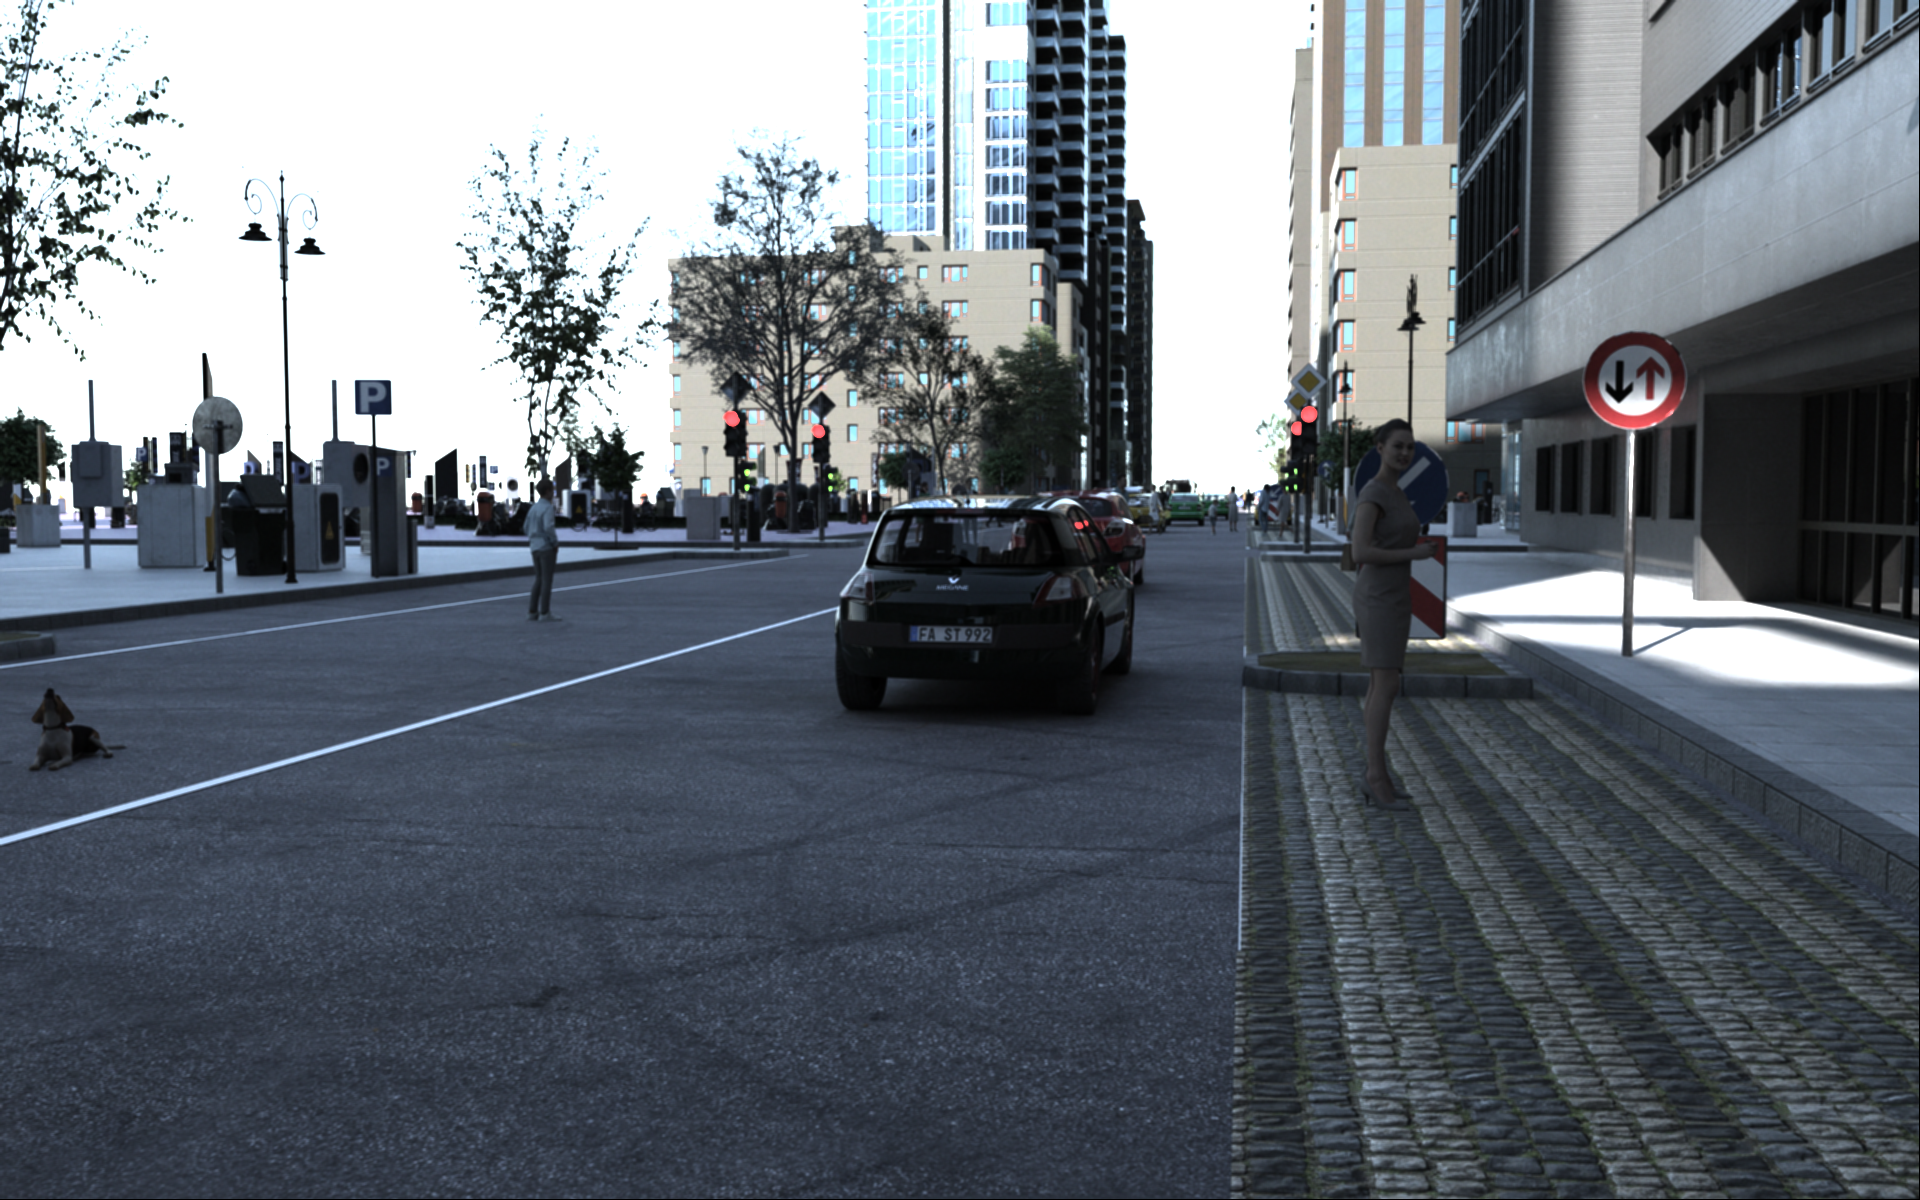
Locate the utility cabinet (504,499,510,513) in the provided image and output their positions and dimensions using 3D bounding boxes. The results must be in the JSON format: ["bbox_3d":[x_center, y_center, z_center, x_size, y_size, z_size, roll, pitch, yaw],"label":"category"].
[{"bbox_3d":[-29.500,-6.368,112.798,0.318,1.500,1.173,-1,4,-18],"label":"utility cabinet"}]

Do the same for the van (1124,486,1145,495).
[{"bbox_3d":[9.140,-5.278,93.302,2.013,2.044,4.112,1,4,11],"label":"van"}]

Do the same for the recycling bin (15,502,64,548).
[{"bbox_3d":[-22.331,-1.798,41.955,0.722,1.027,0.722,2,4,32],"label":"recycling bin"}]

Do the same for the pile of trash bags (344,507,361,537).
[{"bbox_3d":[-19.441,-2.614,52.487,3.447,1.369,1.912,3,5,43],"label":"pile of trash bags"}]

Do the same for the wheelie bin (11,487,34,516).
[{"bbox_3d":[-43.192,-4.394,79.757,0.693,1.594,0.980,2,4,30],"label":"wheelie bin"}]

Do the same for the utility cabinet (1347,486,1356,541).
[{"bbox_3d":[10.698,-2.329,46.751,0.318,1.500,1.173,1,4,21],"label":"utility cabinet"}]

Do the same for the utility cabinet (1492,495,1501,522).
[{"bbox_3d":[25.031,-4.247,80.599,1.020,1.237,0.306,-3,5,-40],"label":"utility cabinet"}]

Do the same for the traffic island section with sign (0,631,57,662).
[{"bbox_3d":[-9.147,-0.398,15.127,1.989,1.847,2.006,1,4,9],"label":"traffic island section with sign"}]

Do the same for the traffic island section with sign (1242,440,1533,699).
[{"bbox_3d":[3.151,-0.273,13.088,1.989,1.847,2.006,1,4,9],"label":"traffic island section with sign"}]

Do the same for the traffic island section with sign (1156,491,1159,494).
[{"bbox_3d":[26.040,-13.385,227.475,1.989,1.847,2.006,1,4,9],"label":"traffic island section with sign"}]

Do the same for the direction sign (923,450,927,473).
[{"bbox_3d":[-1.821,-6.005,90.185,0.379,3.537,0.876,0,4,7],"label":"direction sign"}]

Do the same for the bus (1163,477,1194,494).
[{"bbox_3d":[23.248,-11.523,183.268,2.948,3.499,13.247,1,4,10],"label":"bus"}]

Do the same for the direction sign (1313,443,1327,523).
[{"bbox_3d":[16.096,-5.200,77.023,0.876,3.537,0.379,-1,4,-13],"label":"direction sign"}]

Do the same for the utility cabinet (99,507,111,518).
[{"bbox_3d":[-46.632,-5.097,94.496,0.306,1.237,1.020,0,4,-5],"label":"utility cabinet"}]

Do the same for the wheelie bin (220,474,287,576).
[{"bbox_3d":[-11.099,-1.189,27.341,0.693,1.594,0.980,2,4,32],"label":"wheelie bin"}]

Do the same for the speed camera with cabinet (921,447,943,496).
[{"bbox_3d":[-1.177,-4.810,72.975,0.660,3.252,2.038,1,4,11],"label":"speed camera with cabinet"}]

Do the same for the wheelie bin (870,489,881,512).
[{"bbox_3d":[-5.111,-5.942,105.052,0.693,1.594,0.980,0,4,-4],"label":"wheelie bin"}]

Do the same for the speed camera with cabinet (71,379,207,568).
[{"bbox_3d":[-14.261,-2.186,30.085,2.038,3.252,0.660,0,4,-5],"label":"speed camera with cabinet"}]

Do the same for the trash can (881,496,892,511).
[{"bbox_3d":[-4.332,-5.535,102.144,0.748,1.137,0.748,0,3,0],"label":"trash can"}]

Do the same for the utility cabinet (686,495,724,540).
[{"bbox_3d":[-7.168,-2.279,48.421,1.020,1.237,0.306,2,4,32],"label":"utility cabinet"}]

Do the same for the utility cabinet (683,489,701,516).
[{"bbox_3d":[-11.162,-3.881,72.137,0.318,1.500,1.173,1,4,15],"label":"utility cabinet"}]

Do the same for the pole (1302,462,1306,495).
[{"bbox_3d":[21.721,-7.069,109.429,0.158,3.312,0.155,0,3,0],"label":"pole"}]

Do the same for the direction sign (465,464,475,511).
[{"bbox_3d":[-36.302,-8.354,128.587,0.876,3.537,0.379,-3,4,-37],"label":"direction sign"}]

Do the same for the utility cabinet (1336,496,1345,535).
[{"bbox_3d":[12.123,-2.687,55.093,0.306,1.237,1.020,1,4,9],"label":"utility cabinet"}]

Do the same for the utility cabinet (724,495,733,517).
[{"bbox_3d":[-12.441,-5.052,93.761,1.020,1.237,0.306,0,4,-7],"label":"utility cabinet"}]

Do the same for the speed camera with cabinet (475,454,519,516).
[{"bbox_3d":[-22.793,-5.562,85.273,2.038,3.252,0.660,-2,4,-35],"label":"speed camera with cabinet"}]

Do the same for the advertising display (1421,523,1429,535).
[{"bbox_3d":[8.751,-1.677,32.629,0.123,1.923,0.974,1,4,12],"label":"advertising display"}]

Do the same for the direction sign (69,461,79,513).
[{"bbox_3d":[-61.362,-7.844,120.248,0.379,3.537,0.876,2,4,33],"label":"direction sign"}]

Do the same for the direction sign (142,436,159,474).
[{"bbox_3d":[-31.659,-4.636,67.798,0.379,3.537,0.876,1,4,11],"label":"direction sign"}]

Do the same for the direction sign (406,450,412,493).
[{"bbox_3d":[-28.446,-5.925,88.876,0.379,3.537,0.876,2,4,26],"label":"direction sign"}]

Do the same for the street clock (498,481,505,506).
[{"bbox_3d":[-25.320,-5.590,95.969,0.358,2.002,0.471,3,5,45],"label":"street clock"}]

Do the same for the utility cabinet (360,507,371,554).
[{"bbox_3d":[-12.336,-1.703,36.524,0.318,1.500,1.173,-3,4,-36],"label":"utility cabinet"}]

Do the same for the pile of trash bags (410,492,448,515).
[{"bbox_3d":[-23.668,-4.192,78.292,1.912,1.369,3.447,1,4,18],"label":"pile of trash bags"}]

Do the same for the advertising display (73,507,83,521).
[{"bbox_3d":[-41.172,-4.655,81.318,0.974,1.923,0.123,0,4,5],"label":"advertising display"}]

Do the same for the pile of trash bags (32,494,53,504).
[{"bbox_3d":[-62.689,-6.569,117.147,1.912,1.369,3.447,1,4,10],"label":"pile of trash bags"}]

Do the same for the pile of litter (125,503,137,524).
[{"bbox_3d":[-35.678,-3.756,75.370,1.176,0.858,1.719,1,4,21],"label":"pile of litter"}]

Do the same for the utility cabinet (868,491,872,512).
[{"bbox_3d":[-6.007,-6.583,116.317,0.318,1.500,1.173,-2,4,-27],"label":"utility cabinet"}]

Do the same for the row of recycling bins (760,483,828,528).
[{"bbox_3d":[-6.516,-3.693,67.493,3.534,1.692,1.069,3,5,41],"label":"row of recycling bins"}]

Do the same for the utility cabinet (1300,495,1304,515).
[{"bbox_3d":[20.960,-5.802,106.028,1.020,1.237,0.306,1,4,14],"label":"utility cabinet"}]

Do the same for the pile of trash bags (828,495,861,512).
[{"bbox_3d":[-7.158,-5.473,99.235,3.447,1.369,1.912,3,5,41],"label":"pile of trash bags"}]

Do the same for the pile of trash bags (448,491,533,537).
[{"bbox_3d":[-14.137,-2.676,53.511,1.912,1.369,3.447,0,4,5],"label":"pile of trash bags"}]

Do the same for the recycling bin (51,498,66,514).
[{"bbox_3d":[-57.357,-5.963,110.048,0.722,1.027,0.722,1,4,18],"label":"recycling bin"}]

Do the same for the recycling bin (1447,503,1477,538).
[{"bbox_3d":[14.919,-2.380,51.467,0.722,1.027,0.722,0,4,2],"label":"recycling bin"}]

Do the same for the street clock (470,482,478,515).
[{"bbox_3d":[-30.136,-6.285,107.334,0.471,2.002,0.358,2,4,32],"label":"street clock"}]

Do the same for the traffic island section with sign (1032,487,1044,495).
[{"bbox_3d":[4.354,-5.378,96.566,1.989,1.847,2.006,1,4,9],"label":"traffic island section with sign"}]

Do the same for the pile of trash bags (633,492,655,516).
[{"bbox_3d":[-17.154,-5.073,92.695,1.912,1.369,3.447,0,4,-1],"label":"pile of trash bags"}]

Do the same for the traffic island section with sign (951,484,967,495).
[{"bbox_3d":[-0.049,-3.752,69.971,1.989,1.847,2.006,1,4,9],"label":"traffic island section with sign"}]

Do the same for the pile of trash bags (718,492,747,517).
[{"bbox_3d":[-11.914,-5.276,96.021,3.447,1.369,1.912,1,4,22],"label":"pile of trash bags"}]

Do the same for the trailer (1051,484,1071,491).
[{"bbox_3d":[6.034,-5.916,103.769,1.471,1.999,3.904,1,4,10],"label":"trailer"}]

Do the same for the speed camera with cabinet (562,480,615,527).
[{"bbox_3d":[-14.647,-4.532,68.435,2.038,3.252,0.660,-2,4,-35],"label":"speed camera with cabinet"}]

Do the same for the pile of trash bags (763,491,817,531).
[{"bbox_3d":[-6.116,-3.163,61.470,1.912,1.369,3.447,0,4,3],"label":"pile of trash bags"}]

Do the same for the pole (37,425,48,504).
[{"bbox_3d":[-27.078,-3.504,51.136,0.158,3.312,0.155,0,3,0],"label":"pole"}]

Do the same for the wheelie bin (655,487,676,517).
[{"bbox_3d":[-12.679,-4.064,74.350,0.693,1.594,0.980,3,4,37],"label":"wheelie bin"}]

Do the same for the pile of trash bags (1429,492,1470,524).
[{"bbox_3d":[21.319,-4.073,76.345,3.447,1.369,1.912,-3,5,-40],"label":"pile of trash bags"}]

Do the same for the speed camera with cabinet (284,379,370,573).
[{"bbox_3d":[-10.645,-2.131,29.175,0.660,3.252,2.038,0,4,6],"label":"speed camera with cabinet"}]

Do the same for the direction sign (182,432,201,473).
[{"bbox_3d":[-28.268,-4.380,63.609,0.379,3.537,0.876,2,4,28],"label":"direction sign"}]

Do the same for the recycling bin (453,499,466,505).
[{"bbox_3d":[-26.961,-4.922,93.026,0.722,1.027,0.722,-2,4,-29],"label":"recycling bin"}]
